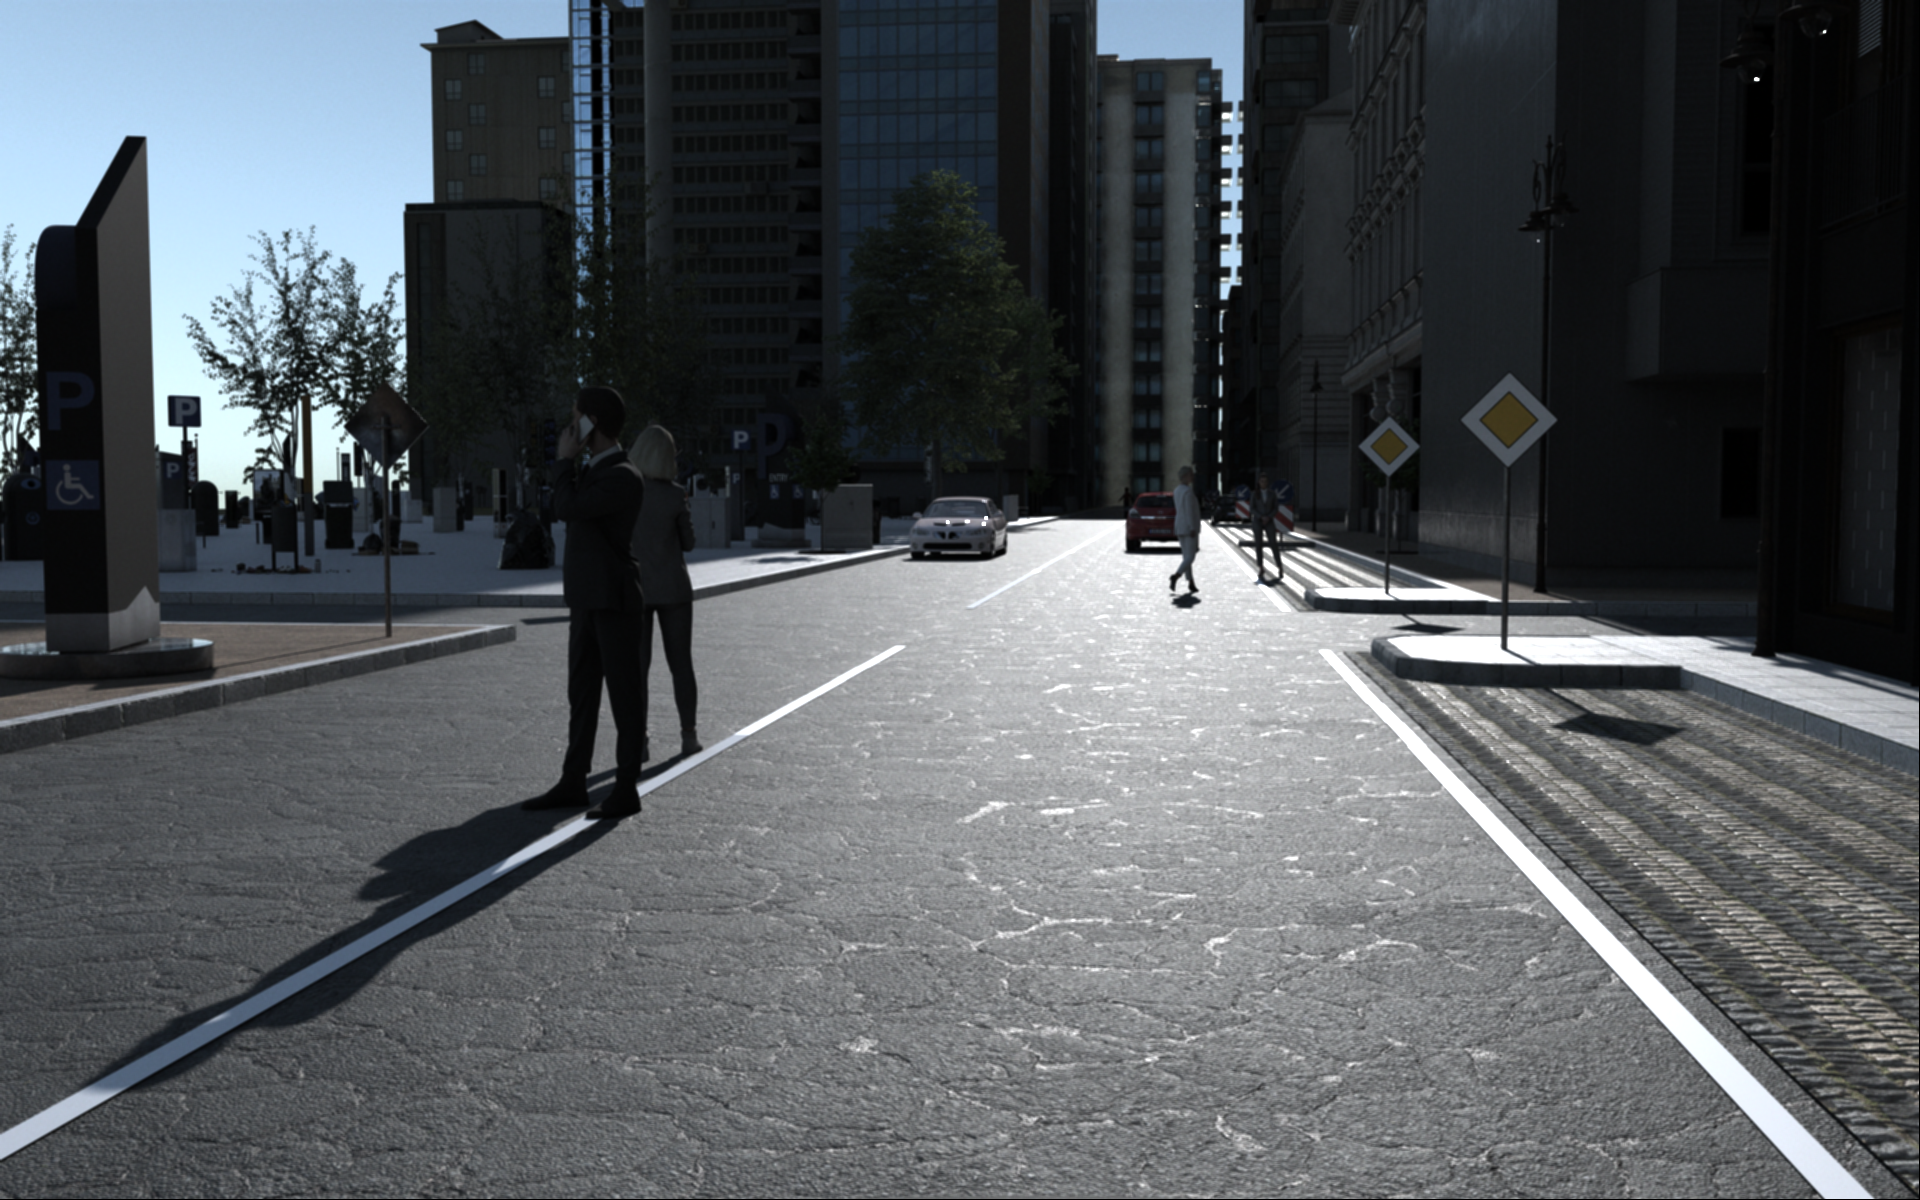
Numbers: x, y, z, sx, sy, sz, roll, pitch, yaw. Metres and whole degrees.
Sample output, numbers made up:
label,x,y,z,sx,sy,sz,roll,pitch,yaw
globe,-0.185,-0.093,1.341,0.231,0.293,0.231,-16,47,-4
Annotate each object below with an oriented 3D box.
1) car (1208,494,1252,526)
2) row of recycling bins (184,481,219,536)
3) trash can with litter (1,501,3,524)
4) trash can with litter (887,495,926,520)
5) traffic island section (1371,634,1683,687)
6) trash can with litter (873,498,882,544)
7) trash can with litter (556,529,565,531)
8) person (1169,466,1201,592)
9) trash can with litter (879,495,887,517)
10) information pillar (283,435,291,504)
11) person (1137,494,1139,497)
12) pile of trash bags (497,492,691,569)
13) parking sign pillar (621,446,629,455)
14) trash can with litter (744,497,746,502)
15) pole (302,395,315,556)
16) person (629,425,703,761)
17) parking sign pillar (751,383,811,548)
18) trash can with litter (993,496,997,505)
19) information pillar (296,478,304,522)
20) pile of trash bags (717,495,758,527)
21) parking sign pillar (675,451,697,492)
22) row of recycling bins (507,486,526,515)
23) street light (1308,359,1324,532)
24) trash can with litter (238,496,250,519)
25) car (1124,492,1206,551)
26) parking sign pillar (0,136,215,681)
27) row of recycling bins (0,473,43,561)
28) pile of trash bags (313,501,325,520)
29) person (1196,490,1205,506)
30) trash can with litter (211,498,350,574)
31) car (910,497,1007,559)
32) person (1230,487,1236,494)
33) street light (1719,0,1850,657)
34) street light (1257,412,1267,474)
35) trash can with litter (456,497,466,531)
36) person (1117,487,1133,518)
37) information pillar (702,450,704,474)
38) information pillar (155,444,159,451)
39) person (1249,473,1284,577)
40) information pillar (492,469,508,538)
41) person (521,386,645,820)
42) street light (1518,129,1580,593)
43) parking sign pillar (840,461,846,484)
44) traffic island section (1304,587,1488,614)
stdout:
label,x,y,z,sx,sy,sz,roll,pitch,yaw
car,12.243,-4.184,78.199,2.009,1.686,4.222,0,4,6
row of recycling bins,-24.593,-2.817,53.179,3.534,1.692,1.069,0,4,-5
trash can with litter,-41.238,-3.869,74.645,0.624,1.170,1.055,3,5,41
trash can with litter,-2.356,-4.690,87.733,2.233,1.210,1.678,0,4,6
traffic island section,4.522,0.486,14.336,2.009,0.180,2.903,0,4,7
trash can with litter,-2.383,-2.041,44.754,0.624,1.170,1.055,-1,4,-15
trash can with litter,-13.269,-2.988,59.903,1.678,1.210,2.233,0,4,-5
person,3.238,-1.023,25.097,0.818,1.842,0.514,-3,5,-42
trash can with litter,-4.671,-5.280,97.388,2.233,1.210,1.678,0,4,0
information pillar,-25.937,-4.615,66.810,0.183,3.616,0.504,0,4,7
person,16.258,-8.893,157.128,0.421,1.427,0.697,-2,4,-31
pile of trash bags,-6.343,-1.241,30.042,3.447,1.369,1.912,1,4,9
parking sign pillar,-14.760,-5.279,74.790,1.447,3.967,1.447,-2,4,-31
trash can with litter,-11.347,-4.624,86.653,2.233,1.210,1.678,-3,5,-41
pole,-13.503,-2.570,35.869,0.158,3.312,0.155,0,3,0
person,-1.707,-0.049,9.485,0.537,1.800,0.526,0,4,4
parking sign pillar,-4.292,-3.243,41.487,1.447,3.967,1.447,-3,5,-45
trash can with litter,2.296,-5.120,95.103,1.055,1.170,0.624,0,4,0
information pillar,-30.631,-4.652,80.555,0.304,2.012,0.304,2,4,33
pile of trash bags,-9.538,-3.612,68.814,3.447,1.369,1.912,0,4,6
parking sign pillar,-14.642,-6.325,91.882,1.447,3.967,1.447,0,4,-2
row of recycling bins,-22.505,-4.877,86.859,1.069,1.692,3.534,-2,4,-23
street light,12.148,-5.287,59.229,0.468,5.910,1.993,0,4,7
trash can with litter,-36.829,-4.730,88.726,0.624,1.170,1.055,2,4,25
car,5.313,-2.207,45.127,2.155,1.783,4.494,1,4,9
parking sign pillar,-6.214,-1.469,12.498,1.447,3.967,1.447,-1,4,-10
row of recycling bins,-17.819,-1.638,33.899,1.069,1.692,3.534,3,5,45
pile of trash bags,-32.045,-4.713,86.818,1.912,1.369,3.447,1,4,10
person,23.409,-9.810,168.899,1.348,1.823,0.705,1,4,21
trash can with litter,-11.279,-1.061,28.403,2.233,1.210,1.678,2,4,26
car,0.021,-1.693,40.036,2.083,1.381,4.827,0,4,7
person,14.103,-4.950,89.548,0.853,1.813,0.709,0,4,-4
street light,6.367,-2.493,13.548,0.468,5.910,1.993,0,4,7
street light,16.688,-7.525,95.828,0.468,5.910,1.993,0,4,7
trash can with litter,-17.626,-2.966,59.882,1.055,1.170,0.624,1,4,20
person,9.845,-5.758,102.600,1.348,1.831,0.705,-3,5,-44
information pillar,-13.547,-6.121,91.426,0.183,3.616,0.504,-1,4,-12
information pillar,-37.762,-5.512,81.481,0.183,3.616,0.504,0,4,-8
person,5.271,-1.284,29.771,0.520,1.790,0.573,-1,4,-12
information pillar,-13.330,-2.798,50.235,0.304,2.012,0.304,3,5,41
person,-1.649,0.010,7.697,0.474,1.900,0.648,-2,4,-31
street light,7.583,-3.038,22.456,0.468,5.910,1.993,0,4,7
parking sign pillar,-6.707,-6.477,94.374,1.447,3.967,1.447,-1,4,-14
traffic island section,5.506,0.001,22.260,2.009,0.180,2.903,0,4,7
